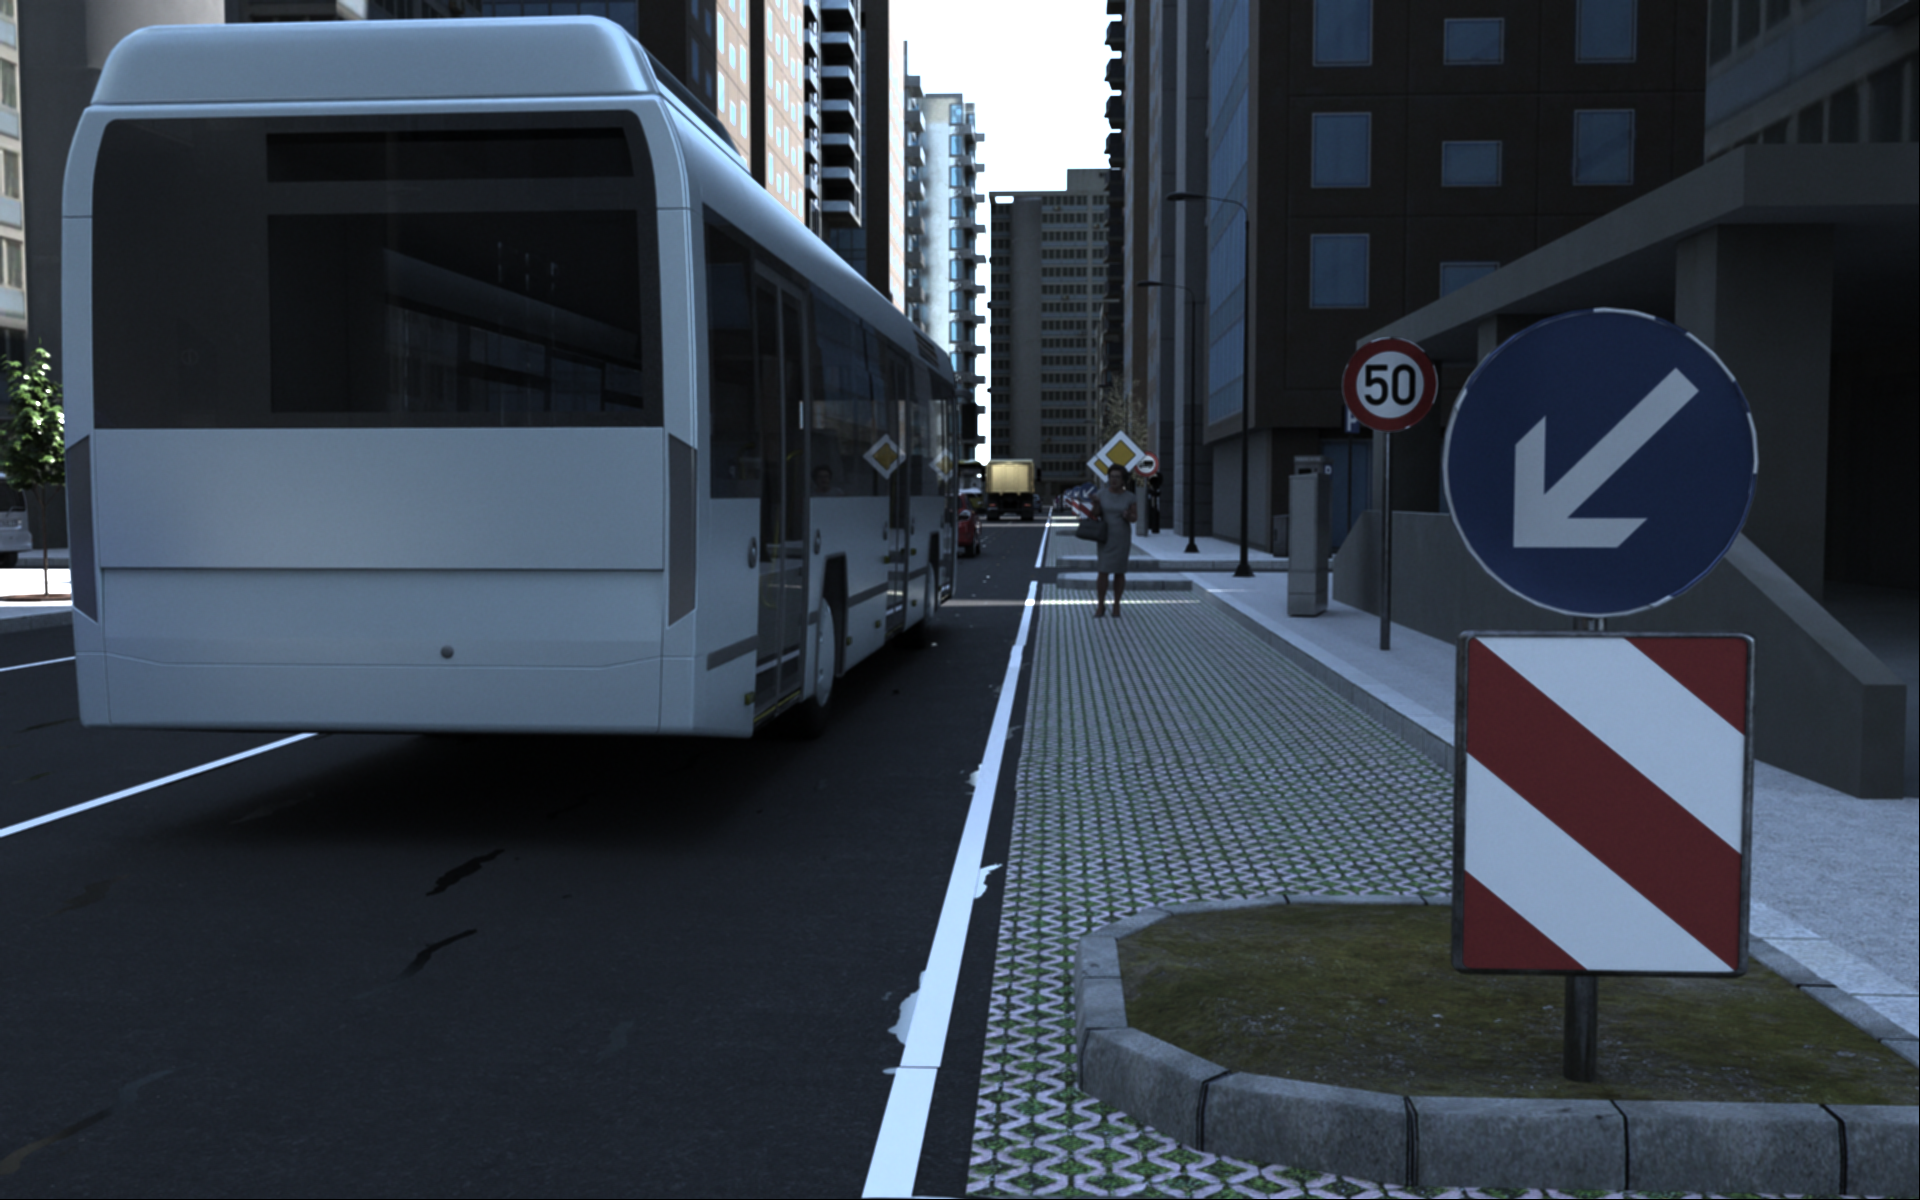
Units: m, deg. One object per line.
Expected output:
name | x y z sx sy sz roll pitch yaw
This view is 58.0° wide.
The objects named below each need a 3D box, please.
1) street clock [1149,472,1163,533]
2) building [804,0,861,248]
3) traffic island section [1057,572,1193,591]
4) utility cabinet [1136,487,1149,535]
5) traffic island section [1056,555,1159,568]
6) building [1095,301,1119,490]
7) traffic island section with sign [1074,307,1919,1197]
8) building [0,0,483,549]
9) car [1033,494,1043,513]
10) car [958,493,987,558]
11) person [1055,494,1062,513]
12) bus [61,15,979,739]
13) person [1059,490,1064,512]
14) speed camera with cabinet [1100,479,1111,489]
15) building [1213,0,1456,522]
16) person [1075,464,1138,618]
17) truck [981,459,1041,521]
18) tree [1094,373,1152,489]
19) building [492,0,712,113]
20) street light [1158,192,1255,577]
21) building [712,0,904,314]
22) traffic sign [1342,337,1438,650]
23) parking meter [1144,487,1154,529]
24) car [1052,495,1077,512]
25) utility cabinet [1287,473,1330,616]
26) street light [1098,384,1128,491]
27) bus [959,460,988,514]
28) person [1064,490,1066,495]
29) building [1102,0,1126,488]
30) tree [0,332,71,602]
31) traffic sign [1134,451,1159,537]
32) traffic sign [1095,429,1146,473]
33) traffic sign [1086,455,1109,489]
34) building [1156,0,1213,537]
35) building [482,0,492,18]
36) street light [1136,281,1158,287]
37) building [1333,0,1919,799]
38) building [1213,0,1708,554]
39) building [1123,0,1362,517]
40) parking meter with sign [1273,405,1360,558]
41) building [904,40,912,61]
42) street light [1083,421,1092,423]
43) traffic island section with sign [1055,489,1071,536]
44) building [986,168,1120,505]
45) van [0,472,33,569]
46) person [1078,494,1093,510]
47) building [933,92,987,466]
street clock | 6.391 -3.179 56.542 0.358 2.002 0.471 -2 4 -32
building | -17.731 -49.678 124.903 22.319 86.520 31.000 0 4 3
traffic island section | 2.514 -0.287 26.980 2.009 0.180 2.903 0 4 3
utility cabinet | 5.663 -2.755 53.724 0.318 1.500 1.173 1 4 11
traffic island section | 2.950 -0.775 34.953 2.009 0.180 2.903 0 4 3
building | 27.389 -19.835 169.338 27.650 21.520 28.899 0 4 3
traffic island section with sign | 1.300 0.254 4.482 1.989 1.847 2.006 0 4 3
building | -27.254 -21.785 48.061 32.217 40.220 23.993 0 4 3
car | 5.477 -7.480 134.295 2.014 1.417 4.499 0 4 2
car | -0.458 -1.930 40.592 2.155 1.783 4.494 0 4 3
person | 7.478 -7.337 131.678 0.599 1.433 0.991 -2 4 -31
bus | -1.747 -1.131 13.356 2.948 3.499 13.247 0 4 5
person | 7.830 -7.687 134.904 0.721 1.735 1.217 -1 4 -14
speed camera with cabinet | 8.926 -6.471 100.140 0.660 3.252 2.038 3 5 40
building | 17.511 -27.104 93.268 14.600 45.320 14.200 0 4 3
person | 1.688 -0.679 19.964 0.716 1.782 0.532 0 4 7
truck | 2.801 -6.113 95.879 3.469 3.379 9.791 0 4 2
tree | 9.982 -9.429 104.522 4.360 8.622 3.978 0 3 0
building | -16.618 -27.348 97.254 14.600 45.320 14.200 0 4 3
street light | 3.872 -3.317 26.779 1.470 5.913 1.316 0 4 3
building | -12.264 -30.480 148.454 14.600 45.320 14.200 0 4 3
traffic sign | 3.501 -0.861 14.189 0.768 2.556 0.104 0 4 5
parking meter | 6.863 -3.338 62.995 0.372 1.533 0.369 0 3 0
car | 8.523 -7.849 140.700 2.083 1.381 4.827 0 4 2
utility cabinet | 3.728 -0.604 18.553 0.318 1.500 1.173 1 4 18
street light | 6.529 -6.174 73.483 1.470 5.913 1.316 0 4 3
bus | 0.717 -8.305 127.334 2.896 3.916 12.252 0 4 3
person | 9.350 -8.900 154.568 0.434 1.755 0.990 2 4 32
building | 22.775 -29.662 139.602 22.147 44.769 28.867 0 4 3
tree | -11.110 -1.603 20.816 1.663 3.219 1.824 0 3 0
traffic sign | 5.546 -3.152 51.648 0.768 2.556 0.104 0 4 7
traffic sign | 2.490 -1.423 26.904 0.795 2.450 0.064 0 4 3
traffic sign | 2.926 -1.910 34.877 0.795 2.450 0.064 0 4 3
building | 17.929 -31.905 63.648 21.231 58.520 28.212 0 4 3
building | -17.136 -25.953 74.440 14.600 45.320 14.200 0 4 3
street light | 4.542 -3.995 37.852 1.470 5.913 1.316 0 4 3
building | 20.247 -19.585 12.094 32.217 40.220 23.993 0 4 3
building | 13.700 -23.963 41.898 14.200 45.320 14.600 0 4 3
building | 18.390 -28.594 117.625 14.600 45.320 14.200 0 4 3
parking meter with sign | 7.082 -2.349 34.671 1.738 3.016 0.543 3 5 44
building | -19.091 -33.948 174.657 30.456 49.044 23.786 0 4 3
street light | 8.516 -8.395 109.795 1.470 5.913 1.316 0 4 3
traffic island section with sign | 4.322 -3.136 59.901 1.989 1.847 2.006 0 4 3
building | 15.390 -31.629 209.018 23.993 40.220 32.217 0 4 3
van | -19.104 -1.484 31.274 4.112 2.044 2.013 0 4 3
person | 5.518 -4.101 75.908 0.716 1.782 0.532 1 4 16
building | -11.998 -35.896 206.501 30.456 49.044 23.786 0 4 3
